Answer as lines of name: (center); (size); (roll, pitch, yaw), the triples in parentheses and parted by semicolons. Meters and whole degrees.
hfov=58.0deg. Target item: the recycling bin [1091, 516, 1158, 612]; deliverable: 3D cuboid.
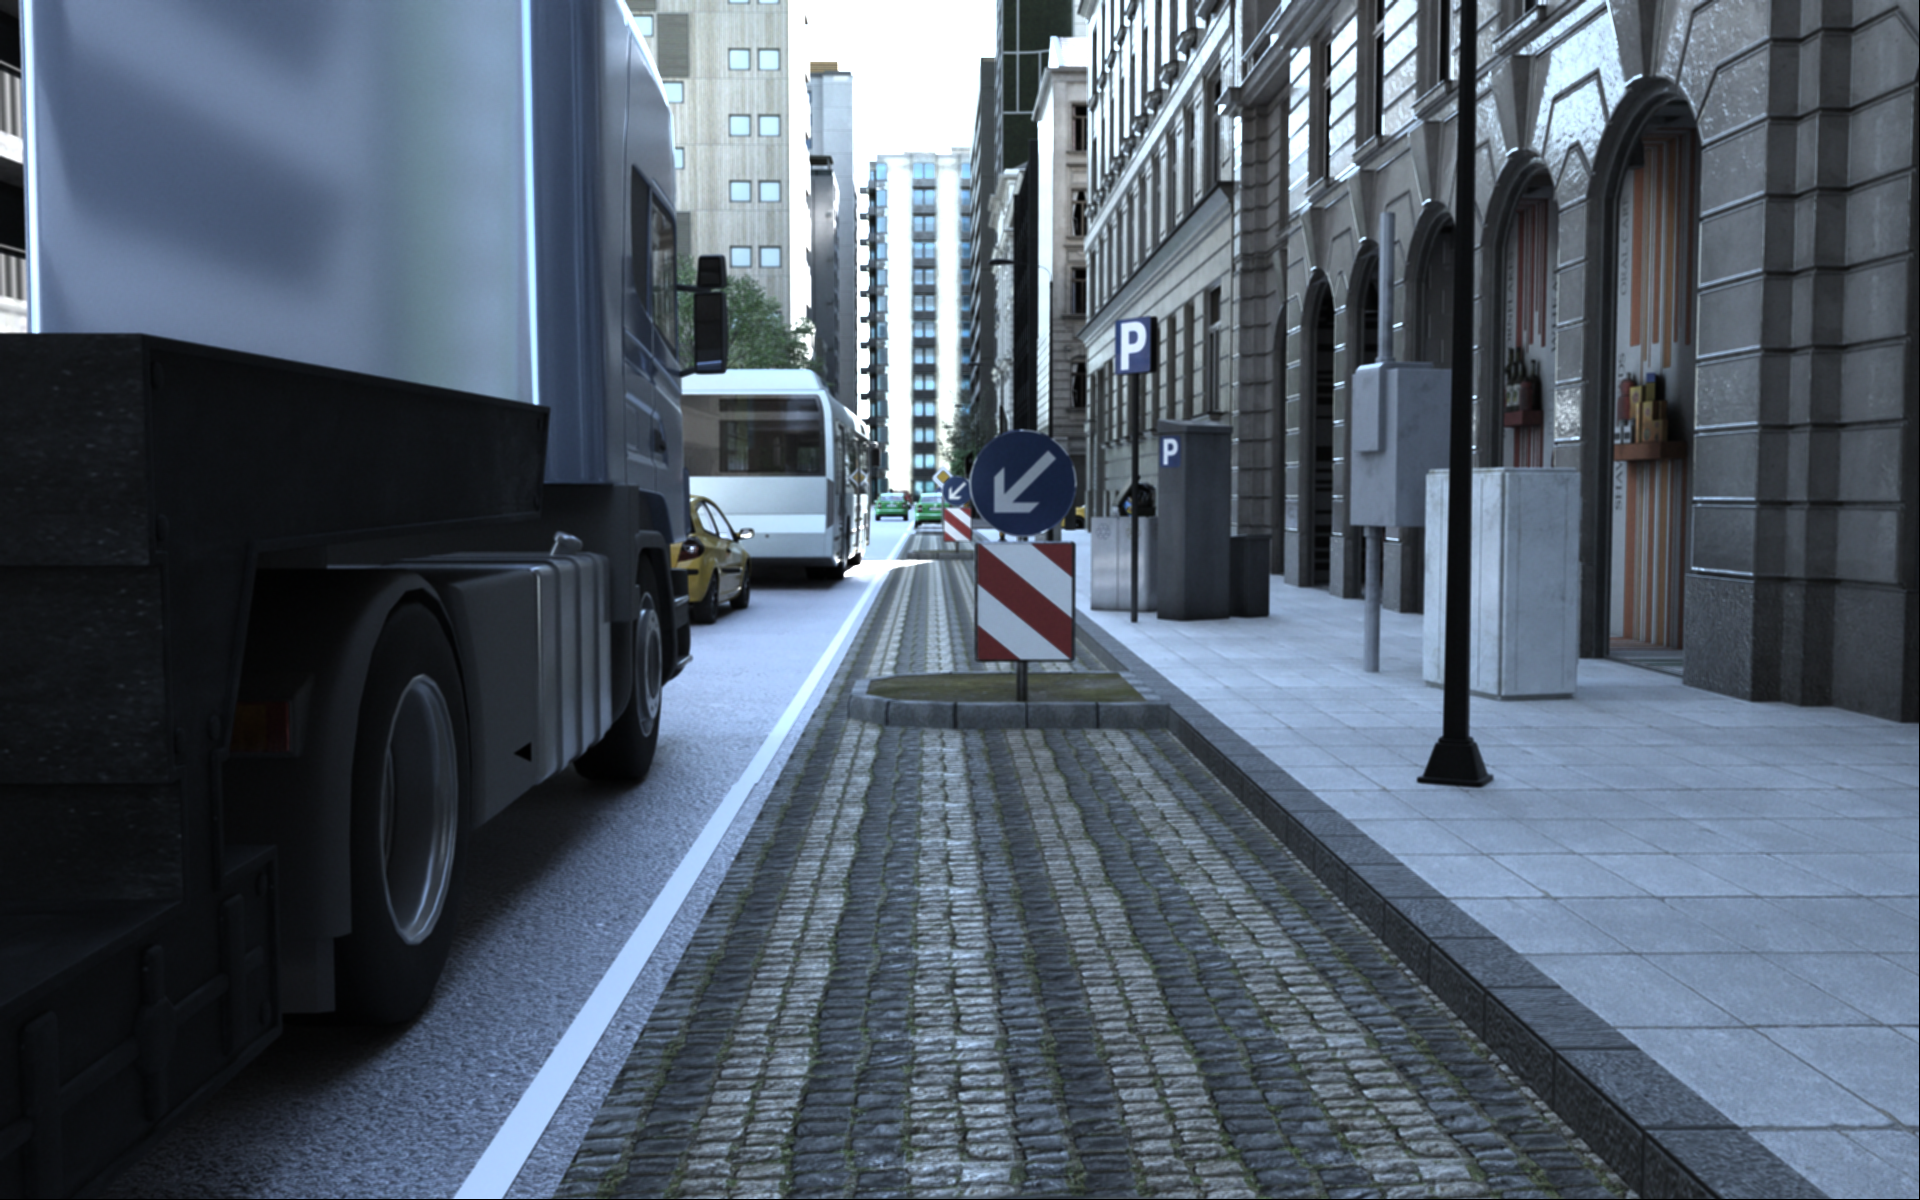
recycling bin: (1.922, -0.410, 19.253); (0.722, 1.027, 0.722); (2, 4, 32)

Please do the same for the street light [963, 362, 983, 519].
street light: (0.946, -5.425, 61.236); (1.470, 5.913, 1.316); (0, 4, -1)

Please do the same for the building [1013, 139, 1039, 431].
building: (9.394, -16.099, 92.889); (12.332, 23.373, 15.834); (0, 4, -1)

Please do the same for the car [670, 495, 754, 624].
car: (-3.524, -0.631, 20.546); (2.015, 1.641, 3.980); (0, 4, 1)

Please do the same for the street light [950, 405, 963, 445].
street light: (0.369, -7.199, 90.250); (1.470, 5.913, 1.316); (0, 4, -1)

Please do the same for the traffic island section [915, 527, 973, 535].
traffic island section: (-0.568, -2.391, 61.372); (2.009, 0.180, 2.903); (0, 4, -1)

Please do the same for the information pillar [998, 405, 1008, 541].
information pillar: (1.157, -3.347, 46.073); (0.183, 3.616, 0.504); (1, 4, 19)

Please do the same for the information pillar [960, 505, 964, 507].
information pillar: (0.139, -7.329, 124.315); (0.304, 2.012, 0.304); (0, 4, 6)

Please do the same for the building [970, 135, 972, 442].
building: (12.144, -35.678, 207.033); (21.300, 48.544, 21.600); (0, 4, -1)

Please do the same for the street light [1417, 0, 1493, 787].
street light: (1.675, -2.142, 7.568); (1.470, 5.913, 1.316); (0, 4, -1)

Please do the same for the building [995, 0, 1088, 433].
building: (11.680, -44.360, 163.543); (20.563, 71.187, 20.611); (0, 4, -1)

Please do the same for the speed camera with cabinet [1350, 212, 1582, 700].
speed camera with cabinet: (3.360, -1.060, 11.663); (0.660, 3.252, 2.038); (-1, 4, -15)

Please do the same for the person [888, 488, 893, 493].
person: (-4.503, -6.250, 110.950); (0.793, 1.790, 0.793); (0, 4, 8)

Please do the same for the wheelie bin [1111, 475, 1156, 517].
wheelie bin: (2.881, -1.264, 28.581); (0.693, 1.594, 0.980); (0, 4, -4)

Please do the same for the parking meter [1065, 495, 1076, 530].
parking meter: (3.910, -3.408, 61.436); (0.255, 1.863, 0.399); (2, 4, 35)

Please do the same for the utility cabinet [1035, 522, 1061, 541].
utility cabinet: (2.301, -2.217, 44.931); (0.318, 1.500, 1.173); (2, 4, 24)

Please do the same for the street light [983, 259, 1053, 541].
street light: (1.258, -3.780, 34.347); (1.470, 5.913, 1.316); (0, 4, -1)

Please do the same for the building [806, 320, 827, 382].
building: (-28.937, -20.873, 186.310); (27.650, 21.520, 28.899); (0, 4, -1)

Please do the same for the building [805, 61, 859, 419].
building: (-28.168, -42.624, 238.908); (28.212, 58.520, 21.231); (0, 4, -1)

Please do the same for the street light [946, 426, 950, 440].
street light: (-0.229, -8.873, 117.621); (1.470, 5.913, 1.316); (0, 4, -1)

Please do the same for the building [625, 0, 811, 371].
building: (-27.730, -34.719, 156.886); (28.713, 52.752, 27.495); (0, 4, -1)

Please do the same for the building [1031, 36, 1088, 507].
building: (12.499, -13.844, 75.506); (18.267, 20.994, 9.793); (0, 4, -1)

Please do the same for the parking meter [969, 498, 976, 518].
parking meter: (0.660, -5.083, 91.514); (0.372, 1.533, 0.369); (0, 3, 0)

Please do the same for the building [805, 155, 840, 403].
building: (-21.785, -32.243, 210.769); (14.086, 41.232, 14.154); (0, 4, -1)

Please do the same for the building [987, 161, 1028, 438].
building: (9.399, -21.124, 132.764); (14.401, 28.519, 23.554); (0, 4, -1)

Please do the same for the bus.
bus: (-3.179, -2.284, 32.203); (2.948, 3.499, 13.247); (0, 4, 0)

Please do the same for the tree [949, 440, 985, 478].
tree: (0.869, -7.437, 105.306); (4.285, 4.588, 4.351); (0, 3, 0)

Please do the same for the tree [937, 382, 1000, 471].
tree: (0.840, -9.874, 111.804); (4.360, 8.622, 3.978); (0, 3, 0)

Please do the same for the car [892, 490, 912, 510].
car: (-5.569, -9.350, 161.545); (2.281, 1.827, 5.304); (0, 4, -2)

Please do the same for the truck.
truck: (-2.574, -0.718, 1.491); (2.967, 4.110, 18.799); (0, 4, -1)

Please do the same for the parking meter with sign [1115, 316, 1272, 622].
parking meter with sign: (2.426, -1.312, 17.715); (1.738, 3.016, 0.543); (-2, 4, -34)

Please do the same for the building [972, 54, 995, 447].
building: (12.491, -34.350, 185.317); (21.300, 48.544, 21.600); (0, 4, -1)

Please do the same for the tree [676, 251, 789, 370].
tree: (-11.149, -9.155, 75.439); (9.928, 11.665, 9.643); (0, 3, 0)

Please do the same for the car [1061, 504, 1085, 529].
car: (5.524, -3.365, 65.245); (3.980, 1.641, 2.015); (0, 4, -1)

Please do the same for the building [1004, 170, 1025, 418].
building: (8.787, -17.267, 111.198); (11.050, 23.489, 19.941); (0, 4, -1)

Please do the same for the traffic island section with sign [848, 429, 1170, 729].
traffic island section with sign: (0.271, -0.171, 11.426); (1.989, 1.847, 2.006); (0, 4, -1)

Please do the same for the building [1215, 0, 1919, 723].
building: (10.625, -10.726, 17.177); (13.314, 21.916, 24.055); (0, 4, -1)

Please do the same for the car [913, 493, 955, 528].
car: (-1.031, -3.978, 73.841); (1.959, 1.807, 4.718); (0, 4, -1)

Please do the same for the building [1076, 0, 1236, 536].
building: (11.739, -12.899, 44.175); (16.112, 22.955, 30.059); (0, 4, -1)

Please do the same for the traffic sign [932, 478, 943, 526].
traffic sign: (-0.725, -4.014, 69.278); (0.795, 2.450, 0.064); (0, 4, -1)

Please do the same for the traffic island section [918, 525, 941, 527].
traffic island section: (-0.701, -2.879, 69.356); (2.009, 0.180, 2.903); (0, 4, -1)

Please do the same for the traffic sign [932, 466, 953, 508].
traffic sign: (-0.591, -3.526, 61.295); (0.795, 2.450, 0.064); (0, 4, -1)

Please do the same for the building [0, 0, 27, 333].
building: (-22.072, -35.753, 22.807); (20.563, 71.187, 20.611); (0, 4, -1)

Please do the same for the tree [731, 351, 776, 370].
tree: (-10.658, -8.529, 89.808); (4.737, 8.622, 4.395); (0, 3, 0)

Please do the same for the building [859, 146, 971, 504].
building: (1.407, -38.000, 240.909); (30.456, 49.044, 23.786); (0, 4, -1)

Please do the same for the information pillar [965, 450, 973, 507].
information pillar: (0.482, -6.199, 92.701); (0.504, 3.616, 0.183); (-2, 4, -32)

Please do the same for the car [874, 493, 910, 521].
car: (-3.696, -5.202, 93.843); (1.959, 1.807, 4.718); (0, 4, -2)

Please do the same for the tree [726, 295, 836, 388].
tree: (-11.034, -11.085, 99.374); (7.486, 12.596, 7.792); (0, 3, 0)
